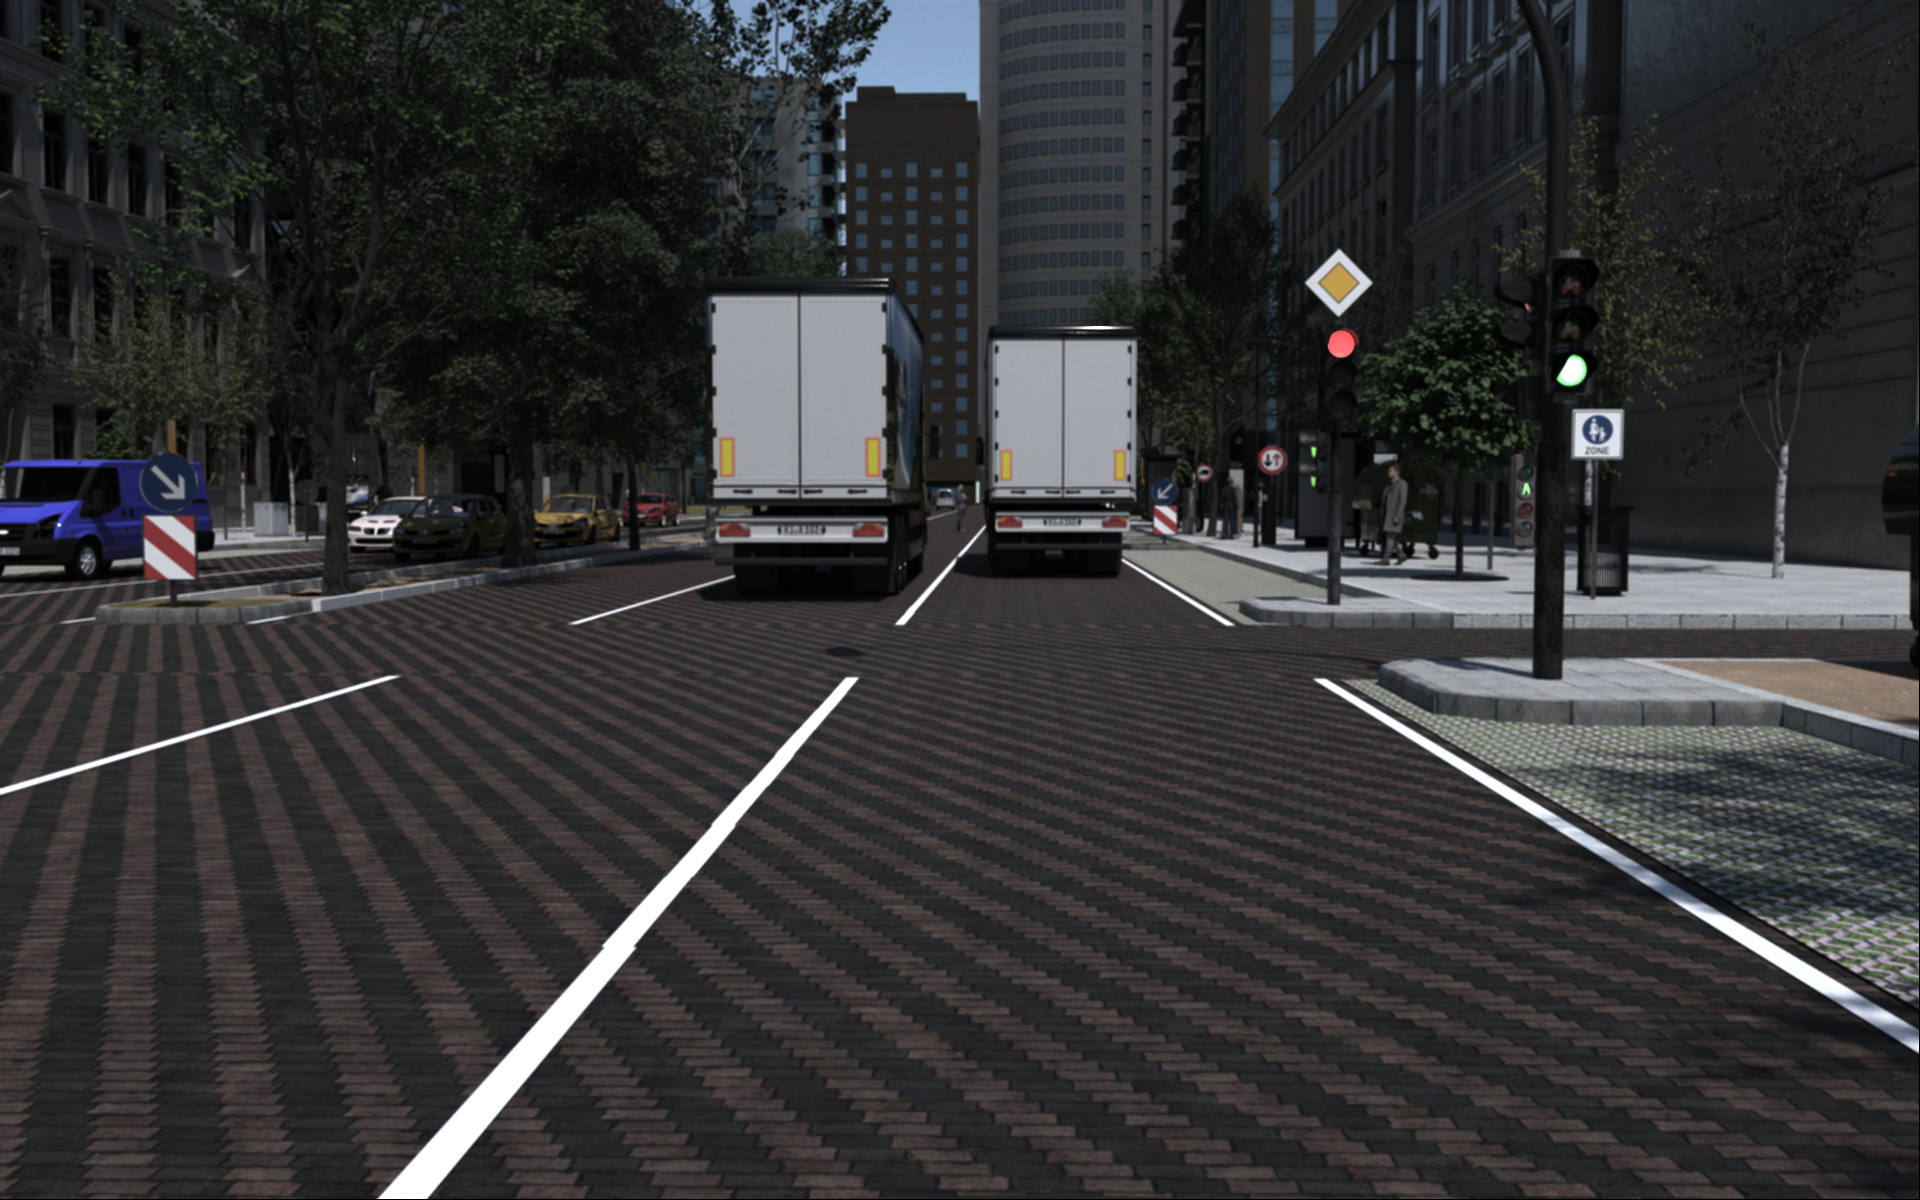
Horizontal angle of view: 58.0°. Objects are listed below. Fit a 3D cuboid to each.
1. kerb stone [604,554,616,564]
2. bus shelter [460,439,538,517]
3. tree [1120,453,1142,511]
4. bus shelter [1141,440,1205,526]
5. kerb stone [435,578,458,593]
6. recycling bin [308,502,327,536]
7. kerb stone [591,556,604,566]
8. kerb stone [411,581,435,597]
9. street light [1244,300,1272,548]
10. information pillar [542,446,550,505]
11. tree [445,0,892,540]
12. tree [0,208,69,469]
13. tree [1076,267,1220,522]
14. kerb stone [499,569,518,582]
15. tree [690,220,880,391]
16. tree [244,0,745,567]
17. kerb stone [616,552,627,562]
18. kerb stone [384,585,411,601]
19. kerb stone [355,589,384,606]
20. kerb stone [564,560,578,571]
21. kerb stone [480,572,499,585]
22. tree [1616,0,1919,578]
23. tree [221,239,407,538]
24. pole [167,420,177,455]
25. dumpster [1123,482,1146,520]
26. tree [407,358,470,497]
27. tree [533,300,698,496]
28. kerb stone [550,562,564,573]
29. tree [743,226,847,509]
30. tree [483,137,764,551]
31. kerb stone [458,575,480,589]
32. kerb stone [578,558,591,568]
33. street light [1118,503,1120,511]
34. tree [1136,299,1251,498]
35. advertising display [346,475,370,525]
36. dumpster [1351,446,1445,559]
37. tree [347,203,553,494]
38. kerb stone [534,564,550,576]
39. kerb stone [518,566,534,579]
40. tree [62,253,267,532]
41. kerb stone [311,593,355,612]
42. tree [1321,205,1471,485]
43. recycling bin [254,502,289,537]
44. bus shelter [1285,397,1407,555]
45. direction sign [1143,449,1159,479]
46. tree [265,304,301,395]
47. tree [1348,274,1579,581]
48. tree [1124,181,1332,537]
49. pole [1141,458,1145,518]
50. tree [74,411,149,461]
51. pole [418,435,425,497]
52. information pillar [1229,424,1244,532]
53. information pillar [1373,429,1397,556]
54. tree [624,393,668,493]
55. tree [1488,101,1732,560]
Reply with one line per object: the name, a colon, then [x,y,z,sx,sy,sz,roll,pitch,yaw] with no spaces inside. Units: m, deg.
kerb stone: [-7.350,-0.833,35.823,0.120,0.150,1.000,0,4,2]
bus shelter: [-20.052,-5.152,75.524,1.731,3.624,6.357,0,4,2]
tree: [9.975,-7.653,108.835,4.285,4.588,4.351,0,3,0]
bus shelter: [8.294,-4.530,67.983,2.014,3.302,5.546,0,4,2]
kerb stone: [-7.671,-0.204,25.583,0.120,0.150,1.000,0,4,2]
recycling bin: [-19.693,-2.506,53.524,0.722,1.027,0.722,2,4,35]
kerb stone: [-7.380,-0.771,34.794,0.120,0.150,1.000,0,4,2]
kerb stone: [-7.706,-0.139,24.560,0.120,0.150,1.000,0,4,2]
street light: [7.097,-4.194,41.362,0.468,5.910,1.993,0,4,2]
information pillar: [-19.955,-5.634,83.468,0.183,3.616,0.504,-3,5,-43]
tree: [-8.763,-11.923,53.291,12.611,20.169,13.585,0,3,0]
tree: [-24.751,-5.751,44.388,4.360,8.622,3.978,0,3,0]
tree: [8.682,-9.393,79.339,9.928,11.665,9.643,0,3,0]
kerb stone: [-7.567,-0.395,28.656,0.120,0.150,1.000,0,4,2]
tree: [-6.913,-10.064,77.375,12.009,13.543,11.850,0,3,0]
tree: [-8.655,-7.618,33.670,9.857,13.997,8.962,0,3,0]
kerb stone: [-7.321,-0.896,36.850,0.120,0.150,1.000,0,4,2]
kerb stone: [-7.729,-0.082,23.532,0.120,0.150,1.000,0,4,2]
kerb stone: [-7.765,-0.017,22.511,0.120,0.150,1.000,0,4,2]
kerb stone: [-7.449,-0.645,32.744,0.120,0.150,1.000,0,4,2]
kerb stone: [-7.599,-0.333,27.635,0.120,0.150,1.000,0,4,2]
tree: [12.455,-4.649,26.373,4.360,8.622,3.978,0,3,0]
tree: [-19.433,-6.143,50.800,4.360,8.622,3.978,0,3,0]
pole: [-21.659,-3.292,47.673,0.158,3.312,0.155,0,3,0]
dumpster: [8.749,-4.944,86.599,1.264,1.857,1.865,0,4,2]
tree: [-24.277,-7.680,75.937,4.360,8.622,3.978,0,3,0]
tree: [-19.167,-10.702,91.979,9.611,12.733,9.660,0,3,0]
kerb stone: [-7.484,-0.580,31.722,0.120,0.150,1.000,0,4,2]
tree: [-7.208,-8.451,66.388,9.928,11.665,9.643,0,3,0]
tree: [-8.101,-6.514,43.371,8.767,10.594,7.601,0,4,2]
kerb stone: [-7.635,-0.265,26.609,0.120,0.150,1.000,0,4,2]
kerb stone: [-7.422,-0.708,33.771,0.120,0.150,1.000,0,4,2]
street light: [8.700,-7.452,94.634,0.468,5.910,1.993,0,4,2]
tree: [8.049,-6.785,61.290,4.737,8.622,4.395,0,3,0]
advertising display: [-19.923,-3.164,56.941,0.974,1.923,0.123,-1,4,-18]
dumpster: [8.805,-1.977,34.818,1.502,2.255,1.985,0,4,2]
tree: [-19.185,-9.037,65.888,7.486,12.596,7.792,0,3,0]
kerb stone: [-7.502,-0.520,30.700,0.120,0.150,1.000,0,4,2]
kerb stone: [-7.541,-0.458,29.678,0.120,0.150,1.000,0,4,2]
tree: [-24.563,-6.245,52.471,4.737,8.622,4.395,0,3,0]
kerb stone: [-7.789,0.044,21.483,0.120,0.150,1.000,0,4,2]
tree: [11.024,-5.738,44.184,4.360,8.622,3.978,0,3,0]
recycling bin: [-20.788,-2.430,52.282,0.722,1.027,0.722,2,4,24]
bus shelter: [8.772,-2.761,39.072,2.014,3.302,5.546,0,4,2]
direction sign: [9.699,-5.869,87.957,0.876,3.537,0.379,2,4,31]
tree: [-24.251,-6.571,57.795,4.737,8.622,4.395,0,3,0]
tree: [7.613,-2.584,25.968,4.285,4.588,4.351,0,3,0]
tree: [7.868,-7.166,51.577,7.601,10.594,8.767,1,4,19]
pole: [9.904,-6.108,93.702,0.158,3.312,0.155,0,3,0]
tree: [-19.864,-2.812,40.572,1.663,3.219,1.824,0,3,0]
pole: [-18.711,-4.058,60.196,0.158,3.312,0.155,0,3,0]
information pillar: [9.290,-4.082,58.103,0.504,3.616,0.183,2,4,26]
information pillar: [8.821,-2.723,35.875,0.504,3.616,0.183,0,4,2]
tree: [-18.781,-9.274,101.988,4.737,8.622,4.395,0,3,0]
tree: [12.387,-5.072,33.294,4.737,8.622,4.395,0,3,0]
